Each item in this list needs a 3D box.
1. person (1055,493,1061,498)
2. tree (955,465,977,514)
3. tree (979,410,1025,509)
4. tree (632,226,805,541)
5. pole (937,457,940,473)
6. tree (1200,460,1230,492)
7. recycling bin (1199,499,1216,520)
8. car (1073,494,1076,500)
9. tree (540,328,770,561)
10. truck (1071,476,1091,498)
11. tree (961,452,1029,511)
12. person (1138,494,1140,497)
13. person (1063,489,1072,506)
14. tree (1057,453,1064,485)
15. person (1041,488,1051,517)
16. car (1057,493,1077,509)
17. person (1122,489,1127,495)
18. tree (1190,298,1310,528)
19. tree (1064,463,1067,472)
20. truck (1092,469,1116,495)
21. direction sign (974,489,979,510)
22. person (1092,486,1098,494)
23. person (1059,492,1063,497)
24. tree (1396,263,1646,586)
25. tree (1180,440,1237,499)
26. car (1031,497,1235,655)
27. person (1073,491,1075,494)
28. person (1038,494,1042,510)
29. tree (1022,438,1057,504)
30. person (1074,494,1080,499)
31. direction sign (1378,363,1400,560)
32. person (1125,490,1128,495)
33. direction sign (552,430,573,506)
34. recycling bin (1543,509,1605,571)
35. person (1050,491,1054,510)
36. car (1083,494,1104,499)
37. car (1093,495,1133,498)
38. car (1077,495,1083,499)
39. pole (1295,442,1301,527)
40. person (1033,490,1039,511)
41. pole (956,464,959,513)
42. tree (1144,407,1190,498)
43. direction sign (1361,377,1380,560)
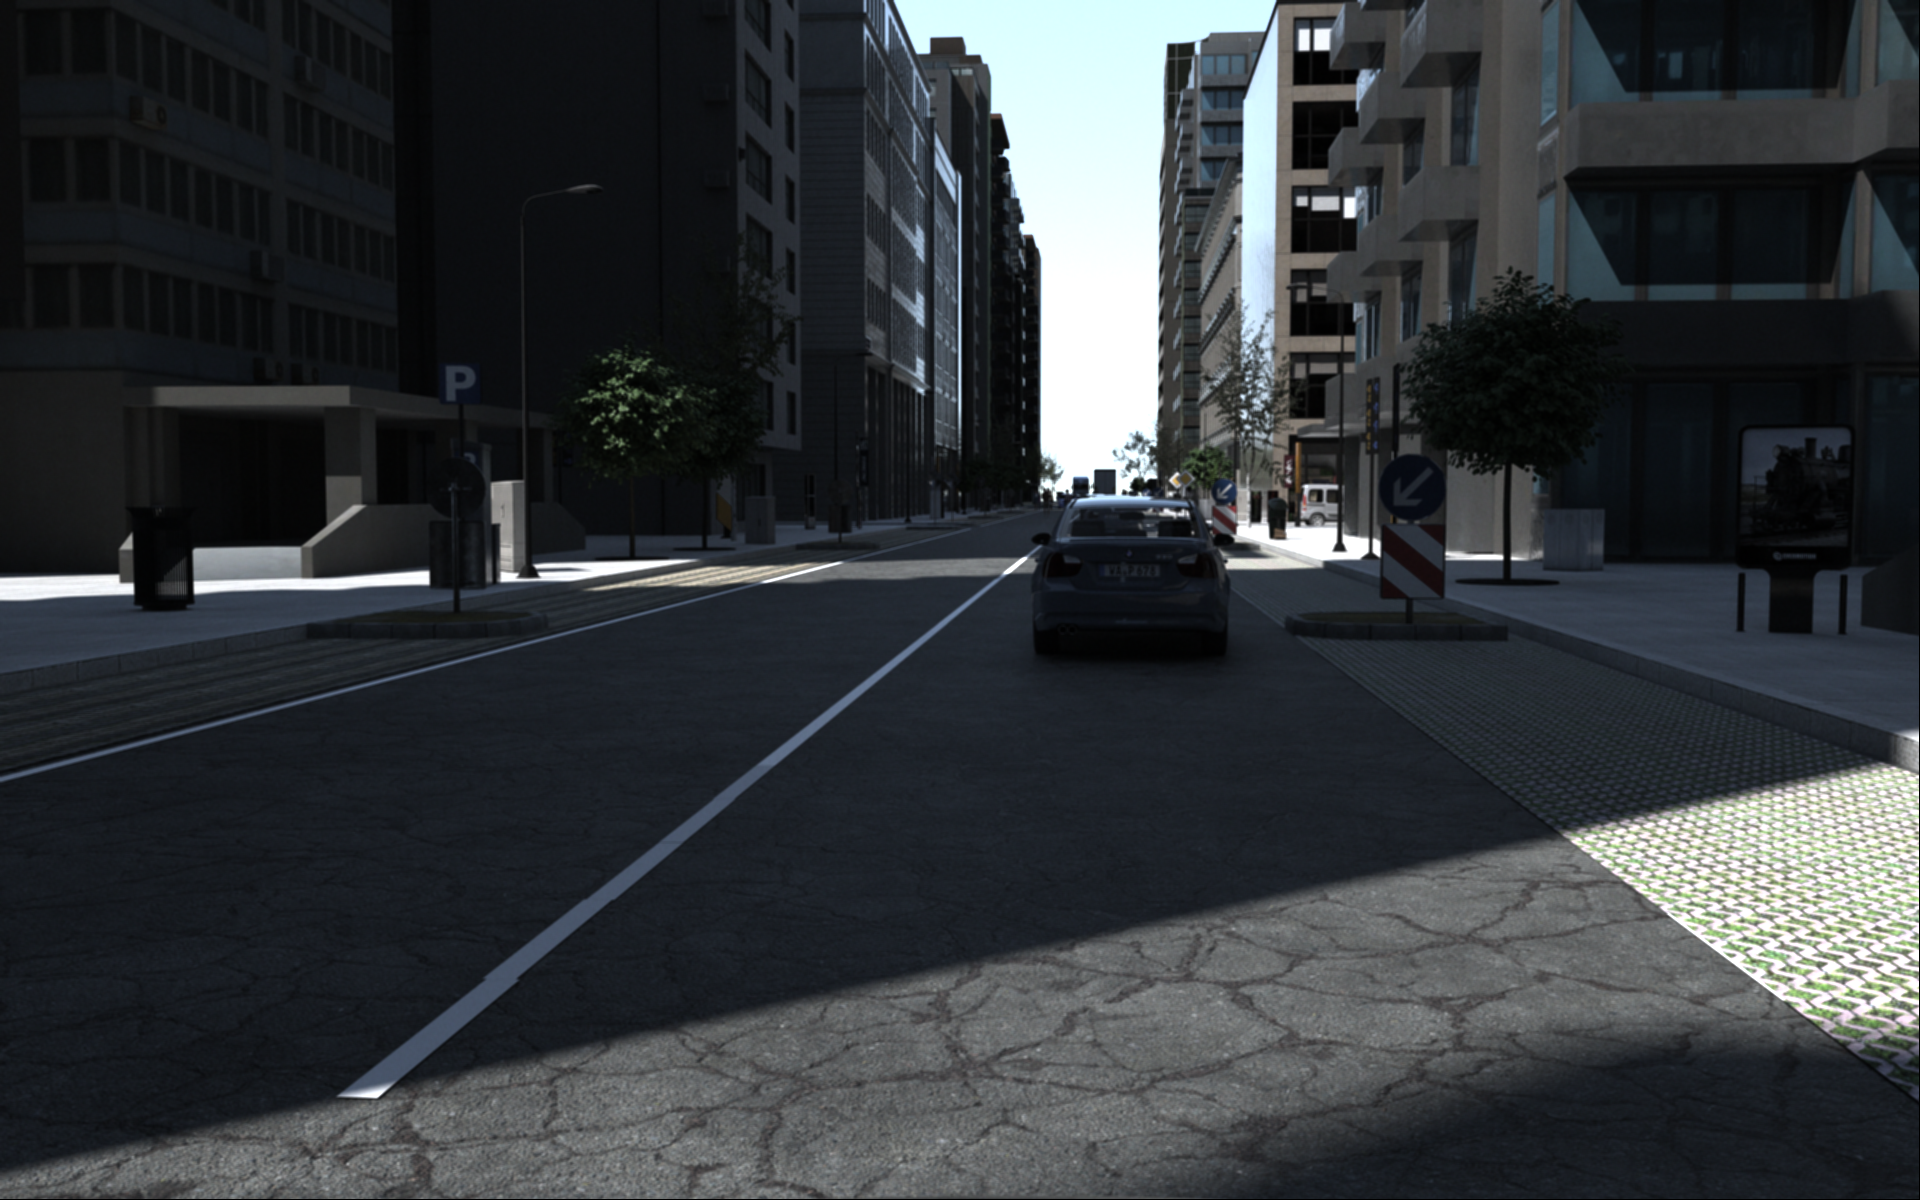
[{"bbox_3d":[11.938,-12.055,206.324,1.217,1.736,0.721,1,4,13],"label":"person"},{"bbox_3d":[0.376,-7.337,114.555,1.663,3.219,1.824,0,3,0],"label":"tree"},{"bbox_3d":[3.679,-12.276,151.073,4.360,8.622,3.978,0,3,0],"label":"tree"},{"bbox_3d":[-6.415,-5.919,47.132,4.737,8.622,4.395,0,3,0],"label":"tree"},{"bbox_3d":[-1.190,-6.154,94.456,0.158,3.312,0.155,0,3,0],"label":"pole"},{"bbox_3d":[14.376,-6.331,98.116,1.663,3.219,1.824,0,3,0],"label":"tree"},{"bbox_3d":[12.317,-4.485,85.890,0.722,1.027,0.722,-1,4,-23],"label":"recycling bin"},{"bbox_3d":[12.165,-11.070,193.003,2.014,1.417,4.499,0,4,4],"label":"car"},{"bbox_3d":[-6.509,-3.068,33.873,4.285,4.588,4.351,0,3,0],"label":"tree"},{"bbox_3d":[18.164,-16.679,262.465,2.967,4.110,18.799,0,4,3],"label":"truck"},{"bbox_3d":[3.015,-9.951,146.419,4.285,4.588,4.351,0,3,0],"label":"tree"},{"bbox_3d":[16.559,-9.105,160.620,0.557,1.426,1.065,3,5,43],"label":"person"},{"bbox_3d":[6.290,-5.583,100.612,0.563,1.720,0.643,-2,4,-35],"label":"person"},{"bbox_3d":[11.671,-18.053,245.528,4.737,8.622,4.395,0,3,0],"label":"tree"},{"bbox_3d":[5.366,-6.028,107.031,0.573,1.828,0.580,3,5,40],"label":"person"},{"bbox_3d":[10.489,-9.804,169.894,1.945,1.707,3.694,0,4,3],"label":"car"},{"bbox_3d":[13.112,-7.969,138.573,0.755,1.850,0.659,-1,4,-11],"label":"person"},{"bbox_3d":[10.881,-6.995,64.729,4.360,8.622,3.978,0,3,0],"label":"tree"},{"bbox_3d":[15.595,-20.764,289.849,4.737,8.622,4.395,0,3,0],"label":"tree"},{"bbox_3d":[16.632,-12.870,199.340,2.839,4.237,11.283,0,4,4],"label":"truck"},{"bbox_3d":[1.365,-9.231,142.915,0.876,3.537,0.379,-1,4,-12],"label":"direction sign"},{"bbox_3d":[8.349,-5.989,105.783,0.474,1.900,0.648,-3,4,-36],"label":"person"},{"bbox_3d":[11.829,-11.917,204.127,0.721,1.735,1.217,-1,4,-20],"label":"person"},{"bbox_3d":[7.975,-2.516,24.843,4.285,4.588,4.351,0,3,0],"label":"tree"},{"bbox_3d":[15.008,-7.403,104.758,4.285,4.588,4.351,0,3,0],"label":"tree"},{"bbox_3d":[1.663,-0.292,16.773,2.014,1.417,4.499,0,4,6],"label":"car"},{"bbox_3d":[13.935,-12.343,210.864,0.434,1.755,0.990,2,4,30],"label":"person"},{"bbox_3d":[7.048,-8.722,154.323,0.991,1.433,0.599,1,4,23],"label":"person"},{"bbox_3d":[9.618,-16.968,227.792,4.737,8.622,4.395,0,3,0],"label":"tree"},{"bbox_3d":[11.783,-9.923,173.976,0.697,1.427,0.421,-1,4,-22],"label":"person"},{"bbox_3d":[7.630,-2.348,30.385,0.379,3.537,0.876,1,4,9],"label":"direction sign"},{"bbox_3d":[15.492,-9.337,161.185,0.705,1.821,1.348,-1,4,-15],"label":"person"},{"bbox_3d":[-11.534,-3.543,49.932,0.379,3.537,0.876,3,5,43],"label":"direction sign"},{"bbox_3d":[10.324,-1.014,29.140,0.722,1.027,0.722,-2,4,-34],"label":"recycling bin"},{"bbox_3d":[8.484,-9.201,159.644,0.721,1.735,1.217,0,4,-6],"label":"person"},{"bbox_3d":[7.598,-5.339,97.080,2.009,1.686,4.222,0,4,5],"label":"car"},{"bbox_3d":[4.627,-2.449,52.037,2.014,1.417,4.499,0,4,6],"label":"car"},{"bbox_3d":[13.507,-11.710,204.043,1.945,1.354,3.894,0,4,7],"label":"car"},{"bbox_3d":[13.349,-4.559,68.381,0.158,3.312,0.155,0,3,0],"label":"pole"},{"bbox_3d":[6.578,-8.623,149.513,0.581,1.822,0.654,1,4,15],"label":"person"},{"bbox_3d":[-0.172,-7.534,117.027,0.158,3.312,0.155,0,3,0],"label":"pole"},{"bbox_3d":[17.454,-11.925,145.340,4.360,8.622,3.978,0,3,0],"label":"tree"},{"bbox_3d":[8.076,-2.567,33.960,0.379,3.537,0.876,0,4,-1],"label":"direction sign"}]
